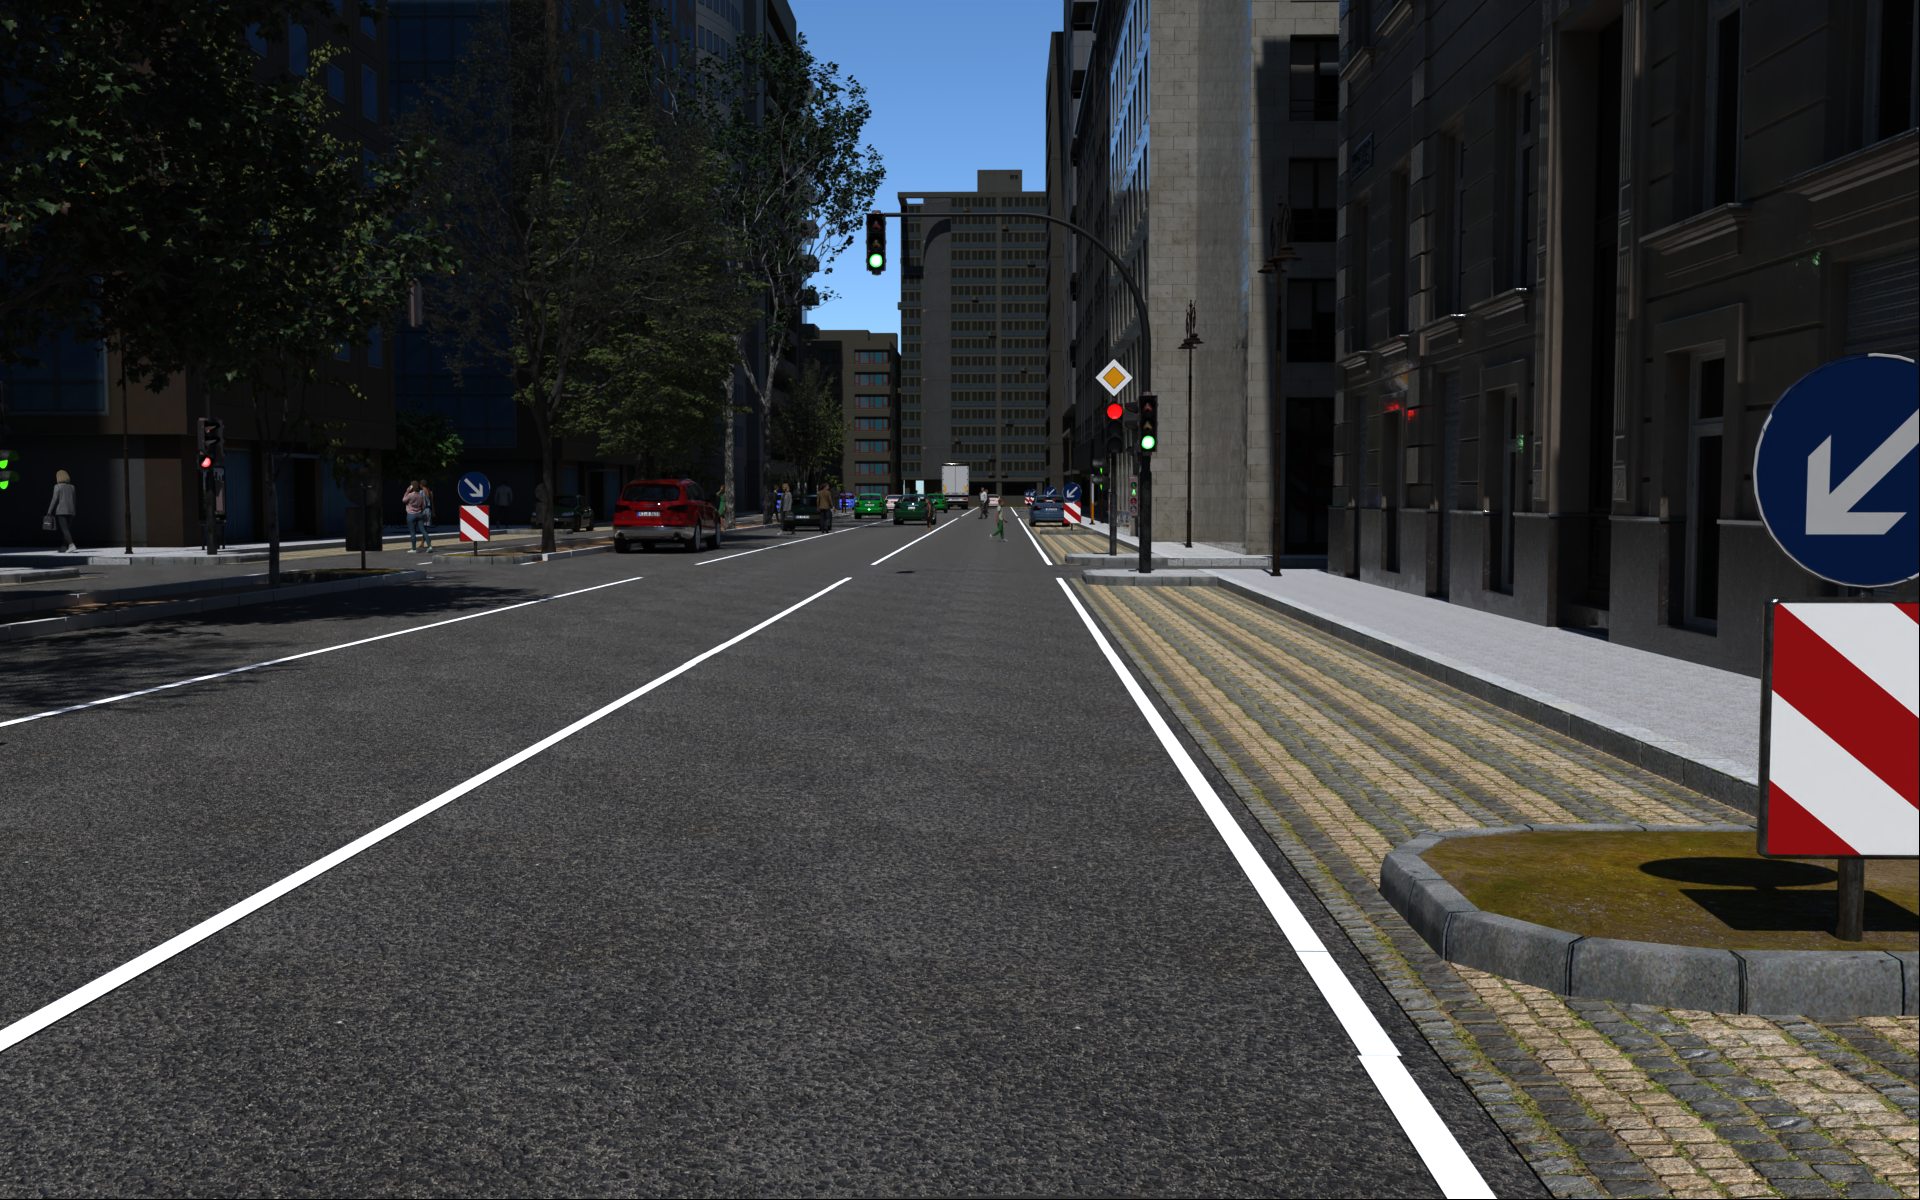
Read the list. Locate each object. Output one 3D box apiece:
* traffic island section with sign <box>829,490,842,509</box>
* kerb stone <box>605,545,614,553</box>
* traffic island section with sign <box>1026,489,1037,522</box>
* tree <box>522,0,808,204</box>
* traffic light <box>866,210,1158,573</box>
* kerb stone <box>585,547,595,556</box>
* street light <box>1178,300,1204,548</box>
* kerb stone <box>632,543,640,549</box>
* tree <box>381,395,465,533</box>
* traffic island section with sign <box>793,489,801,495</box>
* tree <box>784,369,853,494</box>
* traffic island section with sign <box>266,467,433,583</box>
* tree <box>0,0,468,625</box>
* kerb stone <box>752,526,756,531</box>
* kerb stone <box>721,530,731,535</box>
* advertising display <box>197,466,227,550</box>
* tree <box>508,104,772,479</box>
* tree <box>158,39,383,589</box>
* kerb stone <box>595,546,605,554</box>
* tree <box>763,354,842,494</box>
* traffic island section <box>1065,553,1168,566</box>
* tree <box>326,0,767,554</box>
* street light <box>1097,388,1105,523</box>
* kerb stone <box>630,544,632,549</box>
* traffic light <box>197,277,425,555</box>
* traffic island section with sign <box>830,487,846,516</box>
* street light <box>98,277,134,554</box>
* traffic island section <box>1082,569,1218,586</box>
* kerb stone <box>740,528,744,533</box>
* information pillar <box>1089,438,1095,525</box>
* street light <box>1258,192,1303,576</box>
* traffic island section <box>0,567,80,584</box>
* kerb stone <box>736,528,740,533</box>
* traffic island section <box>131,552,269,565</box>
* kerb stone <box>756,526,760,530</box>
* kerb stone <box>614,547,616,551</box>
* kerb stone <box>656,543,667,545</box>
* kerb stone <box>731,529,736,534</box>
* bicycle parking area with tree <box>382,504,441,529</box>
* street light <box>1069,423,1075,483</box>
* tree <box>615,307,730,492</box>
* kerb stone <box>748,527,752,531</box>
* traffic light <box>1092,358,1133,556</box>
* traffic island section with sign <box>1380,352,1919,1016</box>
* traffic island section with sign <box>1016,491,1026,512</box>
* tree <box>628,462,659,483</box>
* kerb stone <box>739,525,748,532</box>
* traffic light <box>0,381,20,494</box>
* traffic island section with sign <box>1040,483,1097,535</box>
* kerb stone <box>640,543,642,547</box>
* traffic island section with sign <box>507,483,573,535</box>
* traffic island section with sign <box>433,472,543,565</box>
[{"bbox_3d":[-12.327,-9.647,166.349,1.989,1.847,2.006,0,4,1],"label":"traffic island section with sign"},{"bbox_3d":[-8.741,-1.248,42.599,0.120,0.150,1.000,0,4,1],"label":"kerb stone"},{"bbox_3d":[4.499,-4.877,88.368,1.989,1.847,2.006,0,4,1],"label":"traffic island section with sign"},{"bbox_3d":[-10.080,-12.773,67.177,12.611,20.169,13.585,0,3,0],"label":"tree"},{"bbox_3d":[0.887,-3.259,27.946,4.771,5.953,1.251,0,4,1],"label":"traffic light"},{"bbox_3d":[-8.788,-1.118,40.551,0.120,0.150,1.000,0,4,1],"label":"kerb stone"},{"bbox_3d":[5.486,-4.192,41.334,0.468,5.910,1.993,0,4,1],"label":"street light"},{"bbox_3d":[-8.660,-1.436,45.669,0.120,0.150,1.000,0,4,1],"label":"kerb stone"},{"bbox_3d":[-18.006,-4.486,57.063,4.285,4.588,4.351,0,3,0],"label":"tree"},{"bbox_3d":[-13.009,-7.932,138.320,1.989,1.847,2.006,0,4,1],"label":"traffic island section with sign"},{"bbox_3d":[-8.120,-8.959,99.302,4.737,8.622,4.395,0,3,0],"label":"tree"},{"bbox_3d":[-10.119,-1.258,28.707,2.006,1.907,1.989,0,4,1],"label":"traffic island section with sign"},{"bbox_3d":[-10.555,-6.024,17.958,9.611,12.733,9.660,0,3,0],"label":"tree"},{"bbox_3d":[-8.136,-2.747,67.183,0.120,0.150,1.000,0,4,1],"label":"kerb stone"},{"bbox_3d":[-8.282,-2.371,61.021,0.120,0.150,1.000,0,4,1],"label":"kerb stone"},{"bbox_3d":[-17.197,-2.118,39.844,0.123,1.923,0.974,0,4,7],"label":"advertising display"},{"bbox_3d":[-9.453,-7.968,50.856,7.486,12.596,7.792,0,3,0],"label":"tree"},{"bbox_3d":[-10.239,-4.444,25.473,4.737,8.622,4.395,0,3,0],"label":"tree"},{"bbox_3d":[-8.762,-1.185,41.574,0.120,0.150,1.000,0,4,1],"label":"kerb stone"},{"bbox_3d":[-8.413,-8.385,89.909,4.360,8.622,3.978,0,3,0],"label":"tree"},{"bbox_3d":[3.215,-0.847,36.132,2.009,0.180,2.903,0,4,1],"label":"traffic island section"},{"bbox_3d":[-9.778,-7.823,40.740,12.009,13.543,11.850,0,3,0],"label":"tree"},{"bbox_3d":[6.228,-6.293,75.685,0.468,5.910,1.993,0,4,1],"label":"street light"},{"bbox_3d":[-8.688,-1.370,44.648,0.120,0.150,1.000,0,4,1],"label":"kerb stone"},{"bbox_3d":[-13.688,-3.779,36.448,4.771,5.953,1.251,0,4,1],"label":"traffic light"},{"bbox_3d":[-8.109,-6.305,111.229,2.006,1.907,1.989,0,4,1],"label":"traffic island section with sign"},{"bbox_3d":[-17.812,-3.924,36.943,0.468,5.910,1.993,0,4,1],"label":"street light"},{"bbox_3d":[3.020,-0.359,28.150,2.009,0.180,2.903,0,4,1],"label":"traffic island section"},{"bbox_3d":[-8.217,-2.557,64.108,0.120,0.150,1.000,0,4,1],"label":"kerb stone"},{"bbox_3d":[5.555,-4.985,72.858,0.183,3.616,0.504,0,4,-5],"label":"information pillar"},{"bbox_3d":[4.943,-3.309,26.895,0.468,5.910,1.993,0,4,1],"label":"street light"},{"bbox_3d":[-16.016,-0.387,28.616,2.009,0.180,2.903,0,4,1],"label":"traffic island section"},{"bbox_3d":[-8.237,-2.499,63.076,0.120,0.150,1.000,0,4,1],"label":"kerb stone"},{"bbox_3d":[-15.821,-0.876,36.599,2.009,0.180,2.903,0,4,1],"label":"traffic island section"},{"bbox_3d":[-8.112,-2.812,68.204,0.120,0.150,1.000,0,4,1],"label":"kerb stone"},{"bbox_3d":[-8.718,-1.306,43.625,0.120,0.150,1.000,0,4,1],"label":"kerb stone"},{"bbox_3d":[-8.564,-1.680,49.760,0.120,0.150,1.000,0,4,1],"label":"kerb stone"},{"bbox_3d":[-8.263,-2.438,62.049,0.120,0.150,1.000,0,4,1],"label":"kerb stone"},{"bbox_3d":[-24.708,-4.739,64.481,9.016,4.147,8.231,-3,4,-38],"label":"bicycle parking area with tree"},{"bbox_3d":[7.142,-8.436,110.720,0.468,5.910,1.993,0,4,1],"label":"street light"},{"bbox_3d":[-9.510,-6.383,57.179,4.737,8.622,4.395,0,3,0],"label":"tree"},{"bbox_3d":[-8.163,-2.685,66.161,0.120,0.150,1.000,0,4,1],"label":"kerb stone"},{"bbox_3d":[3.175,-2.881,36.019,0.839,4.253,0.868,0,4,1],"label":"traffic light"},{"bbox_3d":[2.479,0.181,5.665,1.989,1.847,2.006,0,4,1],"label":"traffic island section with sign"},{"bbox_3d":[5.692,-7.921,138.139,1.989,1.847,2.006,0,4,1],"label":"traffic island section with sign"},{"bbox_3d":[-16.420,-5.844,90.158,1.663,3.219,1.824,0,3,0],"label":"tree"},{"bbox_3d":[-8.191,-2.624,65.132,0.120,0.150,1.000,0,4,1],"label":"kerb stone"},{"bbox_3d":[-15.976,-2.420,28.481,0.839,4.253,0.868,0,4,1],"label":"traffic light"},{"bbox_3d":[3.836,-3.229,61.421,1.989,1.847,2.006,0,4,1],"label":"traffic island section with sign"},{"bbox_3d":[-8.637,-1.498,46.691,0.120,0.150,1.000,0,4,1],"label":"kerb stone"},{"bbox_3d":[-14.889,-3.244,61.661,1.989,1.847,2.006,0,4,1],"label":"traffic island section with sign"},{"bbox_3d":[-9.929,-1.711,36.112,2.006,1.907,1.989,0,4,1],"label":"traffic island section with sign"}]
